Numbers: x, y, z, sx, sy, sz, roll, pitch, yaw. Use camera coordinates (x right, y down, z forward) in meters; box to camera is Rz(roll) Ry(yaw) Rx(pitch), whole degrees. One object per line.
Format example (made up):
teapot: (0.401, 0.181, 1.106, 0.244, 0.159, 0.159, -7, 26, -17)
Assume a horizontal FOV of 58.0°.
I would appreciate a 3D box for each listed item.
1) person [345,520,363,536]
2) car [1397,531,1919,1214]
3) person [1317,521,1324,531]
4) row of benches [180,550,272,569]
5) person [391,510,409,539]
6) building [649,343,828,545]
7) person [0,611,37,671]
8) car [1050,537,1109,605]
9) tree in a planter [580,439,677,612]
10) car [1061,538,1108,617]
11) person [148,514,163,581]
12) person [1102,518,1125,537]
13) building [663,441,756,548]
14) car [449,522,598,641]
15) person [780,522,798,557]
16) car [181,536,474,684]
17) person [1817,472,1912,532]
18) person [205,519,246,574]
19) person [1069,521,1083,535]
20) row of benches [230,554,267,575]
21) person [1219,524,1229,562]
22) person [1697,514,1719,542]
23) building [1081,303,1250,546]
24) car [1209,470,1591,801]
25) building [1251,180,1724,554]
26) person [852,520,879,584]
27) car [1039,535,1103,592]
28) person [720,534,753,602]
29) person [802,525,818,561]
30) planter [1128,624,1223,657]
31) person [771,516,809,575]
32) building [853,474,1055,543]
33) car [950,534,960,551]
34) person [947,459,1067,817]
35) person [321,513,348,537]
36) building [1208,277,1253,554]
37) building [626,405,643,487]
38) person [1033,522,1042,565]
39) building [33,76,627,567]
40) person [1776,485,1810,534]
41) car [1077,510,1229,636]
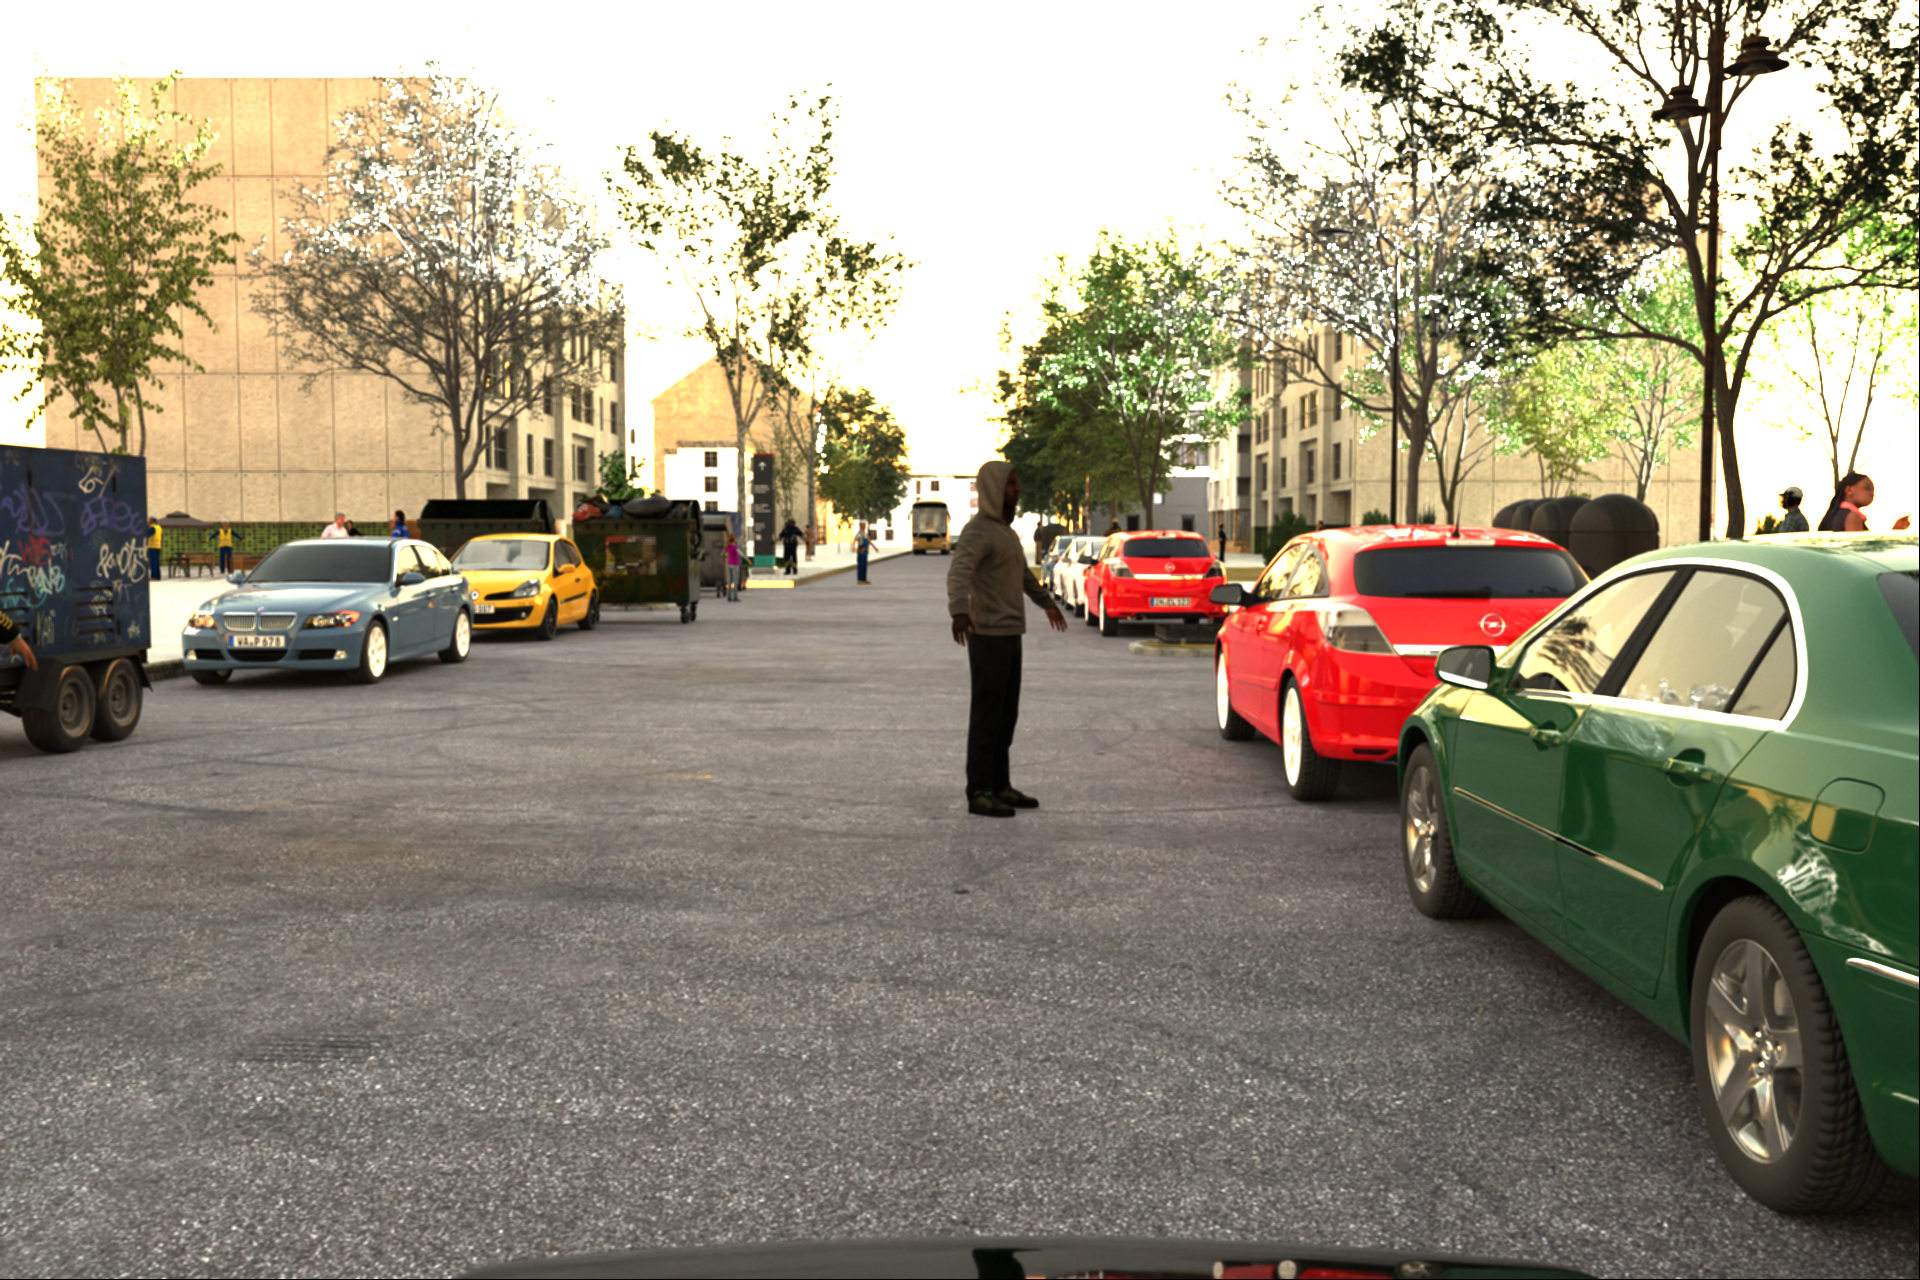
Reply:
person: (-23.083, -3.630, 65.533, 1.347, 1.806, 0.705, 0, 4, -4)
car: (2.616, 0.411, 5.071, 2.131, 1.459, 4.920, 0, 4, 1)
person: (14.351, -3.853, 69.131, 0.704, 1.812, 1.346, 0, 4, -2)
row of benches: (-27.387, -3.050, 65.338, 4.104, 0.672, 1.422, -3, 5, -43)
person: (-12.974, -2.082, 40.023, 0.704, 1.831, 1.345, 0, 4, 0)
building: (-25.798, -22.984, 206.722, 19.493, 23.208, 18.063, 0, 4, 0)
person: (-4.191, 0.120, 6.428, 1.347, 1.837, 0.705, -2, 4, -25)
car: (2.957, -1.458, 36.195, 2.083, 1.381, 4.827, 0, 3, 0)
tree in a planter: (-6.477, -2.183, 32.915, 1.991, 3.239, 1.994, 0, 4, 1)
car: (2.897, -1.155, 31.248, 2.083, 1.381, 4.827, 0, 3, 0)
person: (-22.065, -2.531, 47.344, 0.705, 1.833, 1.349, 0, 4, -2)
person: (5.610, -3.475, 62.589, 1.354, 1.858, 0.705, 1, 4, 9)
building: (-24.524, -13.942, 170.099, 9.099, 9.664, 28.070, 0, 4, 1)
car: (-6.326, -0.874, 24.522, 2.015, 1.641, 3.980, 0, 4, 0)
person: (-7.632, -4.308, 76.664, 0.704, 1.802, 1.346, -3, 5, -40)
car: (-6.418, -0.371, 18.069, 2.014, 1.417, 4.499, 0, 4, 1)
person: (5.269, -0.158, 10.104, 0.415, 1.643, 0.593, -3, 4, -38)
person: (-23.498, -2.995, 55.436, 1.216, 1.772, 0.721, -2, 4, -28)
person: (5.237, -4.351, 76.996, 1.347, 1.847, 0.705, -1, 4, -13)
row of benches: (-21.263, -2.436, 55.293, 1.422, 0.672, 4.104, 2, 4, 34)
person: (12.159, -4.467, 79.760, 0.721, 1.740, 1.216, 1, 4, 23)
person: (19.416, -2.371, 44.924, 1.344, 1.810, 0.704, -3, 5, -42)
building: (25.671, -19.909, 169.483, 27.936, 21.610, 32.646, 0, 4, 1)
car: (2.691, -0.106, 10.773, 2.155, 1.783, 4.494, 0, 4, 1)
building: (26.835, -14.000, 95.351, 16.747, 18.905, 31.486, 0, 4, 1)
person: (-2.764, -2.523, 49.564, 0.705, 1.847, 1.347, 2, 4, 28)
car: (3.055, -1.985, 44.465, 2.014, 1.417, 4.499, 0, 4, -1)
person: (-4.768, -1.529, 36.728, 0.991, 1.433, 0.599, 3, 5, 40)
person: (-7.164, -4.638, 82.636, 0.721, 1.733, 1.217, -3, 5, -42)
planter: (3.082, 0.001, 21.128, 1.991, 0.319, 1.994, 0, 4, 0)
person: (-5.363, -3.005, 54.905, 1.354, 1.856, 0.705, 1, 4, 22)
building: (-0.764, -18.131, 241.052, 28.070, 9.664, 9.099, 0, 4, -1)
car: (-0.510, -7.332, 131.669, 2.131, 1.459, 4.920, 0, 4, -1)
person: (0.210, -0.021, 8.927, 0.705, 1.813, 1.348, 2, 4, 24)
person: (-12.610, -1.722, 35.136, 0.436, 1.711, 0.756, 3, 4, 38)
building: (23.286, -16.467, 125.657, 16.016, 20.090, 11.380, 0, 4, 0)
building: (-26.131, -10.766, 118.170, 9.099, 9.664, 28.070, 0, 4, 1)
person: (3.310, -4.022, 72.024, 0.705, 1.796, 1.348, -1, 4, -22)
building: (-27.384, -13.248, 83.064, 16.747, 18.905, 31.486, 0, 3, 0)
person: (9.674, -0.880, 20.225, 0.704, 1.849, 1.345, 3, 5, 43)
car: (2.858, -1.024, 25.778, 2.155, 1.783, 4.494, 0, 4, 0)
